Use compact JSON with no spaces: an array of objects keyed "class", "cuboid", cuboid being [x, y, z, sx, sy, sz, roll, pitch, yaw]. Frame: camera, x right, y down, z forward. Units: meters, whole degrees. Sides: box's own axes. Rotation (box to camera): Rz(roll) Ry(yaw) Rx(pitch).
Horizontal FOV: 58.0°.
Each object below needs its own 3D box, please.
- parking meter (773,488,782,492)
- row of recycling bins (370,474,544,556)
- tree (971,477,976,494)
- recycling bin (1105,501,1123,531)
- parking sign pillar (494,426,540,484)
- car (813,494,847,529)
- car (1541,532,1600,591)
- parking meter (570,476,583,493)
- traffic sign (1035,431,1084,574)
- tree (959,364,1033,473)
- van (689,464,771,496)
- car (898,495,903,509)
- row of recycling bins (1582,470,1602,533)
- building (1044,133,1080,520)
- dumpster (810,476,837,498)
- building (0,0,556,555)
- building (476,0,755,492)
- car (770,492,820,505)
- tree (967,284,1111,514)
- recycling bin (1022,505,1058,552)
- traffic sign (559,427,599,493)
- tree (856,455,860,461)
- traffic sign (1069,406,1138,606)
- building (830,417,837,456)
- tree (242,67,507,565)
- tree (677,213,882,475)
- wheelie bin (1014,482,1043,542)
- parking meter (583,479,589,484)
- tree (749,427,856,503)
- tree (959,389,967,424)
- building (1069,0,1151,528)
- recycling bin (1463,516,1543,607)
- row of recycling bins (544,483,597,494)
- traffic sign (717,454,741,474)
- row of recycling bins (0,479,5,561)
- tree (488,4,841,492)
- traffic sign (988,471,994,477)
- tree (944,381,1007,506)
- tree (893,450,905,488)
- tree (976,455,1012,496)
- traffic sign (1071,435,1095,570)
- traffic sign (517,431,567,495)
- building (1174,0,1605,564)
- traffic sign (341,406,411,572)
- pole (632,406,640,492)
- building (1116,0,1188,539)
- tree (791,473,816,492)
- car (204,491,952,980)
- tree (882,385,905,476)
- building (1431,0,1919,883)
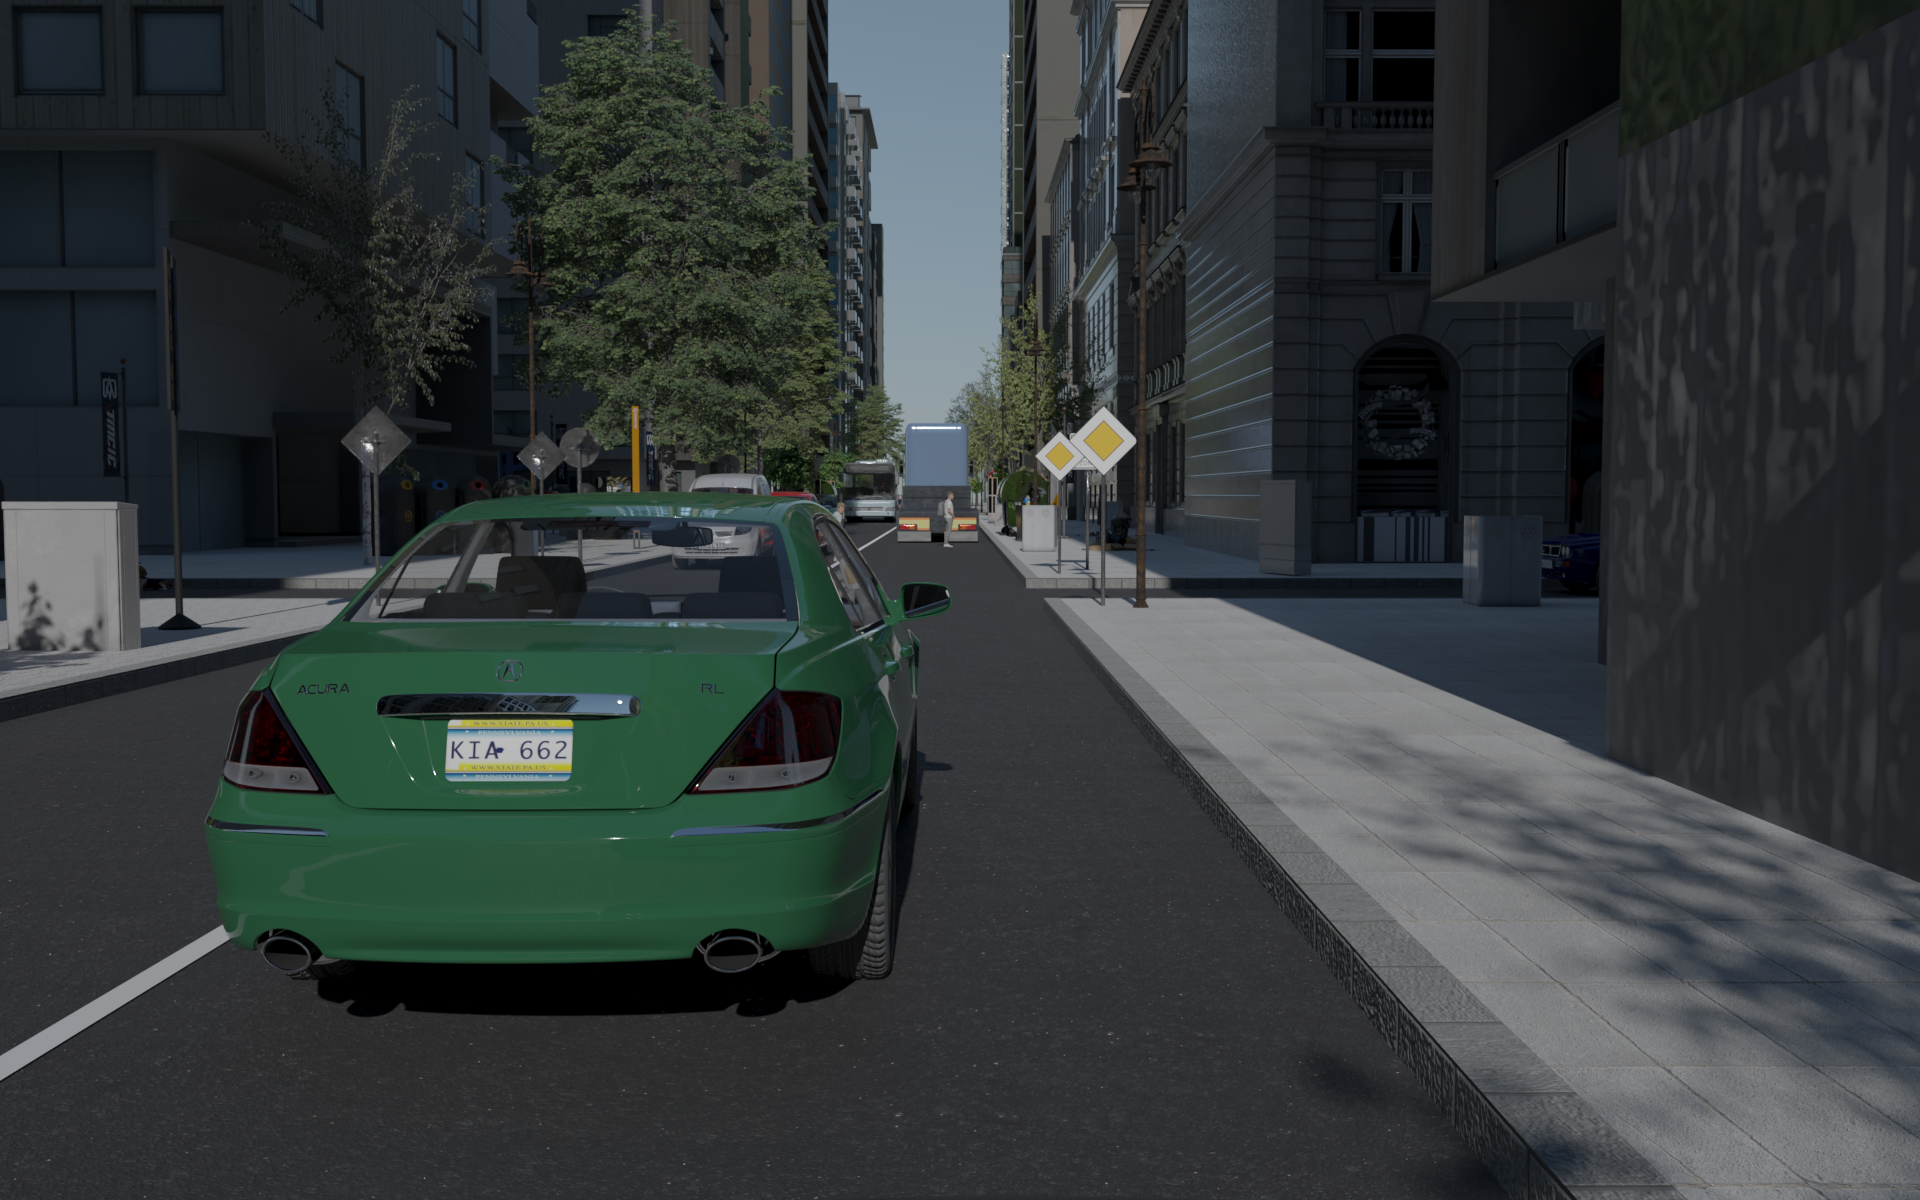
[{"class":"parking meter","cuboid":[-7.772,-3.999,73.797,0.372,1.533,0.369,0,3,0]},{"class":"row of recycling bins","cuboid":[-10.776,-1.817,36.822,3.534,1.692,1.069,-3,5,-39]},{"class":"tree","cuboid":[1.307,-9.194,144.928,1.663,3.219,1.824,0,3,0]},{"class":"recycling bin","cuboid":[5.311,-2.952,60.815,0.722,1.027,0.722,1,4,13]},{"class":"parking sign pillar","cuboid":[-17.367,-4.911,68.764,1.447,3.967,1.447,1,4,9]},{"class":"car","cuboid":[-5.016,-2.996,60.784,2.131,1.459,4.920,0,4,-1]},{"class":"car","cuboid":[10.378,-0.758,24.975,3.894,1.354,1.945,0,3,0]},{"class":"parking meter","cuboid":[-12.742,-3.158,57.345,0.255,1.863,0.399,0,4,-1]},{"class":"traffic sign","cuboid":[1.596,-1.477,27.784,0.795,2.450,0.064,0,4,0]},{"class":"tree","cuboid":[2.065,-9.062,98.524,4.360,8.622,3.978,0,3,0]},{"class":"van","cuboid":[-4.625,-1.664,34.211,2.013,2.044,4.112,0,4,0]},{"class":"car","cuboid":[-5.205,-9.663,169.996,2.014,1.417,4.499,0,4,0]},{"class":"row of recycling bins","cuboid":[12.216,-1.328,28.820,3.534,1.692,1.069,1,4,22]},{"class":"building","cuboid":[9.913,-14.943,93.474,9.793,20.994,18.267,0,4,0]},{"class":"dumpster","cuboid":[-7.504,-5.616,94.318,1.502,2.255,1.985,0,4,0]},{"class":"building","cuboid":[-27.529,-27.991,46.891,28.713,52.752,27.495,0,4,0]},{"class":"building","cuboid":[-17.912,-19.124,84.381,14.160,30.474,14.107,0,4,0]},{"class":"car","cuboid":[-3.983,-1.833,39.018,2.155,1.783,4.494,0,4,1]},{"class":"tree","cuboid":[3.172,-6.807,61.654,4.737,8.622,4.395,0,3,0]},{"class":"recycling bin","cuboid":[1.788,-1.600,38.716,0.722,1.027,0.722,1,4,10]},{"class":"traffic sign","cuboid":[-7.278,-2.020,33.129,0.768,2.556,0.104,0,4,1]},{"class":"tree","cuboid":[-8.031,-8.159,117.107,4.285,4.588,4.351,0,3,0]},{"class":"traffic sign","cuboid":[1.636,-0.988,19.799,0.795,2.450,0.064,0,4,0]},{"class":"building","cuboid":[-21.885,-51.420,153.384,22.319,86.520,31.000,0,4,0]},{"class":"tree","cuboid":[-10.422,-4.929,30.958,4.360,8.622,3.978,0,3,0]},{"class":"tree","cuboid":[-7.727,-9.271,69.711,7.486,12.596,7.792,0,3,0]},{"class":"wheelie bin","cuboid":[1.859,-2.380,46.826,0.693,1.594,0.980,-1,4,-15]},{"class":"parking meter","cuboid":[-14.514,-3.733,66.749,0.399,1.863,0.255,-1,4,-16]},{"class":"tree","cuboid":[-7.875,-5.775,78.129,4.285,4.588,4.351,0,3,0]},{"class":"tree","cuboid":[2.391,-7.870,79.035,4.737,8.622,4.395,0,3,0]},{"class":"building","cuboid":[11.984,-17.626,74.092,13.634,28.700,20.117,0,4,0]},{"class":"recycling bin","cuboid":[6.272,-0.458,20.042,0.722,1.027,0.722,0,4,1]},{"class":"row of recycling bins","cuboid":[-15.187,-3.472,63.876,3.534,1.692,1.069,-1,4,-18]},{"class":"traffic sign","cuboid":[-7.420,-3.392,55.573,0.768,2.556,0.104,0,4,3]},{"class":"row of recycling bins","cuboid":[-18.749,-1.512,31.831,1.069,1.692,3.534,0,4,1]},{"class":"tree","cuboid":[-7.754,-8.519,45.935,9.857,13.997,8.962,0,3,0]},{"class":"traffic sign","cuboid":[1.890,-5.709,93.450,0.768,2.556,0.104,1,4,9]},{"class":"tree","cuboid":[1.721,-16.940,187.344,12.009,13.543,11.850,0,3,0]},{"class":"tree","cuboid":[-8.251,-18.791,257.598,4.737,8.622,4.395,0,3,0]},{"class":"tree","cuboid":[1.950,-5.488,84.333,1.663,3.219,1.824,0,3,0]},{"class":"traffic sign","cuboid":[2.157,-1.661,29.281,0.606,2.300,0.079,0,4,4]},{"class":"traffic sign","cuboid":[-6.698,-1.475,27.763,0.795,2.450,0.064,0,4,0]},{"class":"building","cuboid":[17.179,-11.931,36.865,24.055,21.916,13.314,0,4,0]},{"class":"traffic sign","cuboid":[-6.658,-0.987,19.778,0.795,2.450,0.064,0,4,0]},{"class":"pole","cuboid":[-7.544,-2.843,40.330,0.158,3.312,0.155,0,3,0]},{"class":"building","cuboid":[11.078,-11.626,54.716,10.561,19.102,19.286,0,4,0]},{"class":"tree","cuboid":[-7.853,-5.596,86.098,1.663,3.219,1.824,0,3,0]},{"class":"car","cuboid":[-1.098,0.322,6.540,2.131,1.459,4.920,0,3,0]},{"class":"tree","cuboid":[-8.776,-15.916,178.355,7.486,12.596,7.792,0,3,0]},{"class":"building","cuboid":[10.159,-19.898,8.934,14.154,41.232,14.086,0,4,0]}]
